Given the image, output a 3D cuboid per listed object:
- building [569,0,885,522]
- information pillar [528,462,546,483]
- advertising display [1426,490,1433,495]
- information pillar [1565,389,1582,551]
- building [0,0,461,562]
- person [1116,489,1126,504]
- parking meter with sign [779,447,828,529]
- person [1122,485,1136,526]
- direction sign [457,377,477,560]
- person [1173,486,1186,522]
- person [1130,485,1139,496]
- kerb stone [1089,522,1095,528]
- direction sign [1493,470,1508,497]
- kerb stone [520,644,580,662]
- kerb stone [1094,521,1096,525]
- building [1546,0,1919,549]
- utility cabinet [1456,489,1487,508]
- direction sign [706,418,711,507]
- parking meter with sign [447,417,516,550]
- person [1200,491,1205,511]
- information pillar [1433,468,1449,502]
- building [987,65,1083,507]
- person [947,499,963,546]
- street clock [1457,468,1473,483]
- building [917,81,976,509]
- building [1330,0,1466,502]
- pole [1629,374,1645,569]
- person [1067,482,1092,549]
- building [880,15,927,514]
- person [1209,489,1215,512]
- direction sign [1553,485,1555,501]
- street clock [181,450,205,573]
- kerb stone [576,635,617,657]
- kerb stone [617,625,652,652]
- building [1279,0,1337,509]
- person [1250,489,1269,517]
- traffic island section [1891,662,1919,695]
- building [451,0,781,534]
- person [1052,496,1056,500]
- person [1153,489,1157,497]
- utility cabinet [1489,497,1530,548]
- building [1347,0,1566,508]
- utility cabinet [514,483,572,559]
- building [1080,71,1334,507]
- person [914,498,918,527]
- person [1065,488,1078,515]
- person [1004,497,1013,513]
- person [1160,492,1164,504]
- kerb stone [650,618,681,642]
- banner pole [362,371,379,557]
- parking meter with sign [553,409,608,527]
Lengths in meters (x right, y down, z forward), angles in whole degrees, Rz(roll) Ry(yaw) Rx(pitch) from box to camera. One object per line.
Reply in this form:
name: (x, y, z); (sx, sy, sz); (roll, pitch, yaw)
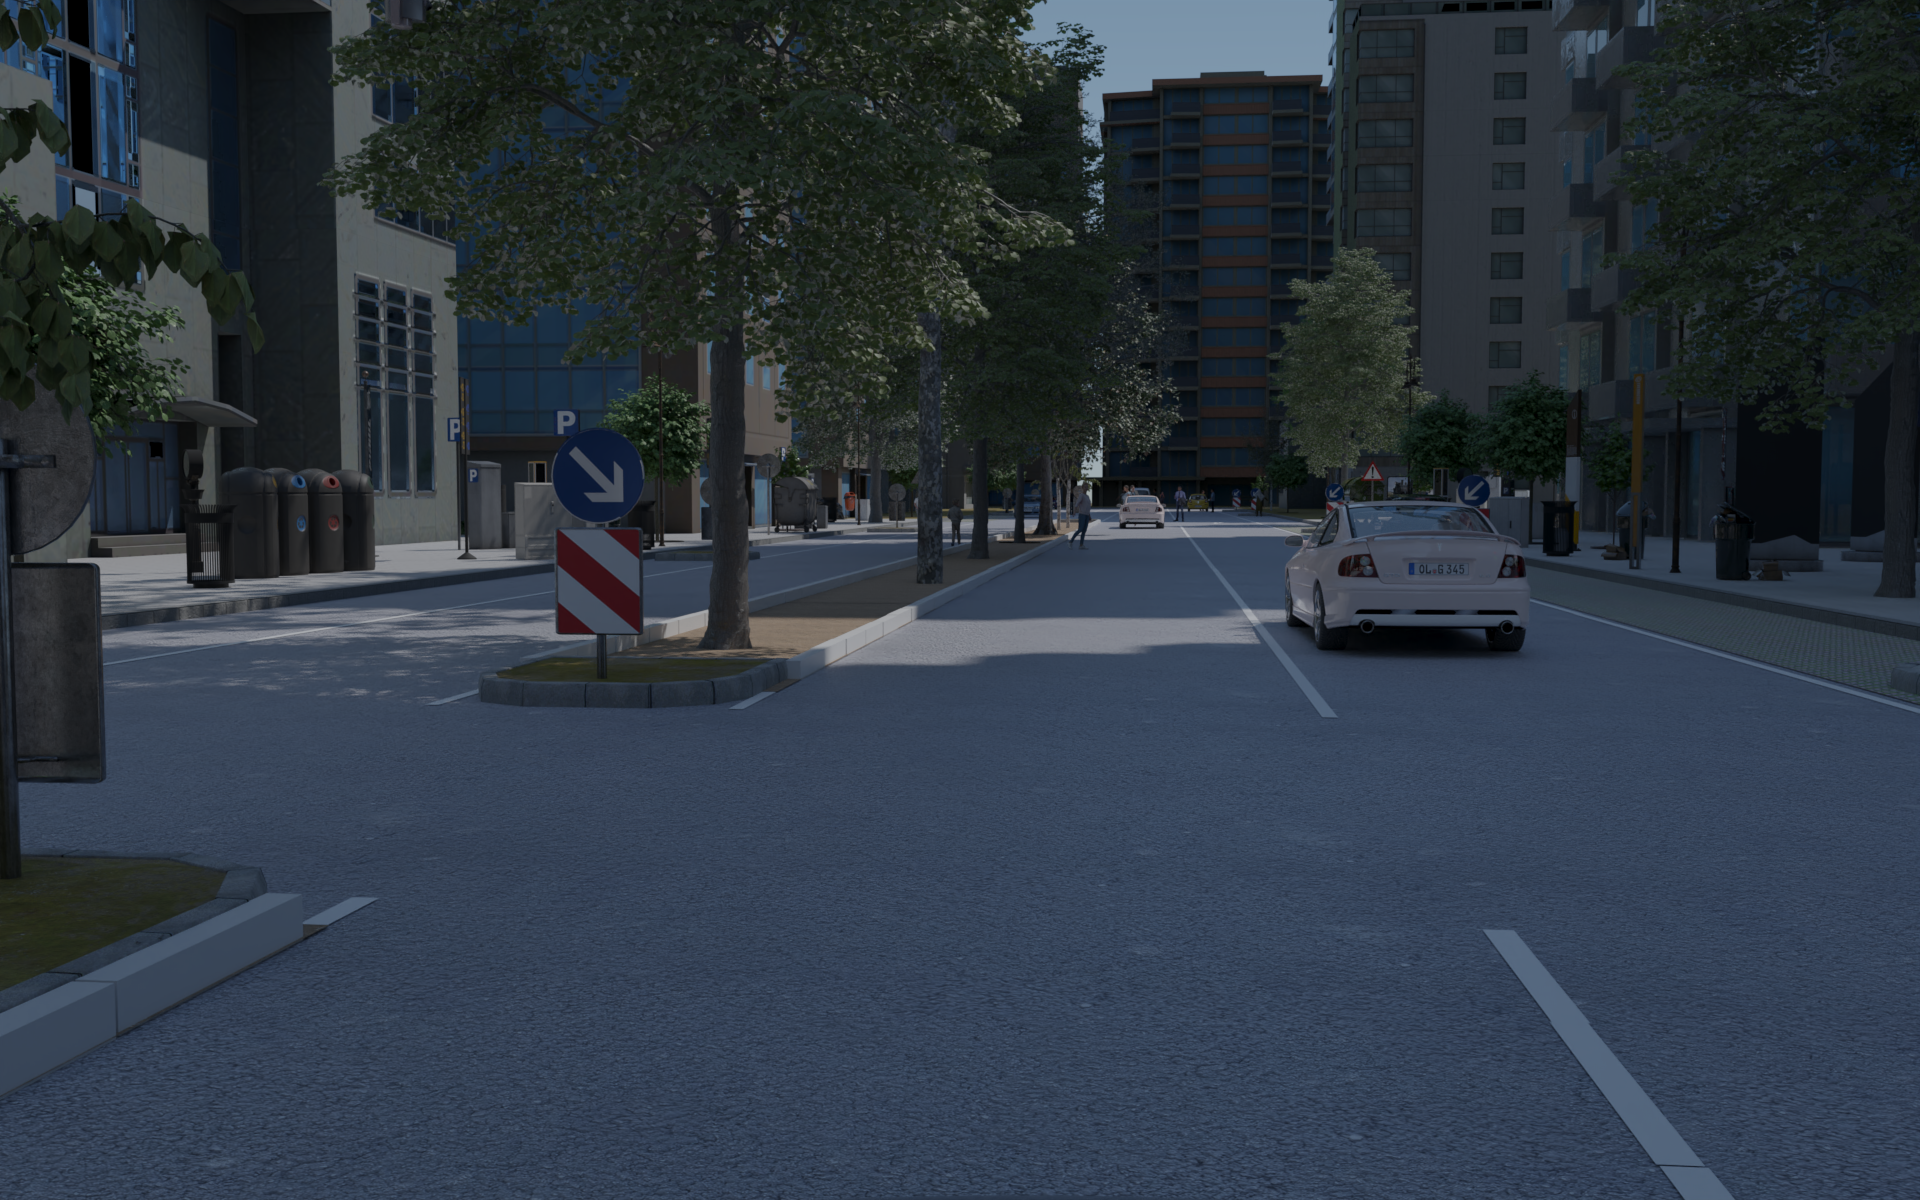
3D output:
building: (-12.085, -27.283, 96.188); (14.600, 45.320, 14.200); (0, 4, 6)
information pillar: (-9.565, -2.126, 39.250); (0.304, 2.012, 0.304); (-3, 5, -40)
advertising display: (22.598, -4.768, 83.164); (0.123, 1.923, 0.974); (0, 4, -6)
information pillar: (13.780, -2.909, 38.915); (0.183, 3.616, 0.504); (-1, 4, -10)
building: (-24.678, -43.937, 31.035); (22.319, 86.520, 31.000); (0, 4, 6)
person: (12.735, -7.728, 134.849); (1.348, 1.824, 0.705); (3, 5, 43)
parking meter with sign: (-5.779, -4.156, 64.210); (1.738, 3.016, 0.543); (1, 4, 11)
person: (7.362, -4.134, 76.192); (0.778, 1.811, 0.616); (0, 4, 0)
direction sign: (-9.690, -2.565, 33.930); (0.379, 3.537, 0.876); (0, 4, -6)
person: (11.351, -4.984, 89.853); (0.709, 1.838, 0.599); (2, 4, 30)
person: (8.310, -4.528, 82.334); (0.655, 1.846, 0.447); (-1, 4, -21)
kerb stone: (5.645, -3.224, 74.900); (0.120, 0.150, 1.000); (0, 4, 6)
direction sign: (24.894, -5.358, 79.604); (0.876, 3.537, 0.379); (-1, 4, -15)
kerb stone: (-3.328, 0.498, 14.049); (0.120, 0.150, 1.000); (0, 4, 6)
kerb stone: (5.758, -3.286, 75.916); (0.120, 0.150, 1.000); (0, 4, 6)
building: (30.921, -26.401, 51.269); (23.786, 49.044, 30.456); (0, 4, 6)
utility cabinet: (20.661, -3.746, 69.932); (1.173, 1.500, 0.318); (3, 4, 37)
direction sign: (-7.434, -3.639, 51.496); (0.379, 3.537, 0.876); (-1, 4, -18)
parking meter with sign: (-11.010, -2.686, 40.176); (0.543, 3.016, 1.738); (2, 4, 31)
person: (20.482, -8.373, 146.312); (0.530, 1.710, 0.541); (1, 4, 17)
information pillar: (13.607, -2.725, 49.042); (0.304, 2.012, 0.304); (-3, 5, -40)
building: (5.561, -32.537, 182.092); (14.200, 45.320, 14.600); (0, 4, 6)
person: (-0.130, -2.115, 47.345); (0.475, 1.303, 0.640); (1, 4, 10)
street clock: (14.011, -2.662, 48.095); (0.471, 2.002, 0.358); (-3, 4, -38)
building: (-4.818, -28.805, 154.555); (14.086, 41.232, 14.154); (0, 4, 6)
building: (32.698, -26.638, 119.131); (14.154, 41.232, 14.086); (0, 4, 6)
pole: (11.528, -2.180, 29.478); (0.158, 3.312, 0.155); (0, 3, 0)
person: (3.051, -2.176, 44.754); (0.598, 1.740, 0.731); (1, 4, 21)
building: (-14.159, -30.544, 119.005); (23.786, 49.044, 30.456); (0, 4, 6)
person: (19.727, -7.765, 135.440); (0.705, 1.826, 1.348); (1, 4, 17)
direction sign: (25.706, -5.072, 74.927); (0.876, 3.537, 0.379); (3, 4, 37)
street clock: (-12.498, -1.448, 28.249); (0.358, 2.002, 0.471); (-3, 4, -38)
kerb stone: (-3.216, 0.437, 15.066); (0.120, 0.150, 1.000); (0, 4, 6)
kerb stone: (-3.094, 0.373, 16.094); (0.120, 0.150, 1.000); (0, 4, 6)
building: (38.685, -50.603, 140.032); (22.319, 86.520, 31.000); (0, 4, 6)
person: (19.098, -6.197, 110.557); (1.217, 1.736, 0.721); (1, 4, 9)
traffic island section: (7.735, 0.644, 11.756); (2.009, 0.180, 2.903); (0, 4, 6)
building: (-14.398, -25.184, 61.874); (14.600, 45.320, 14.200); (0, 4, 6)
person: (8.210, -9.096, 157.935); (1.217, 1.735, 0.721); (3, 4, 38)
person: (14.890, -7.583, 132.508); (0.705, 1.821, 1.348); (1, 4, 22)
utility cabinet: (13.208, -1.868, 41.706); (0.306, 1.237, 1.020); (-2, 4, -29)
building: (30.494, -20.417, 105.513); (14.160, 30.474, 14.107); (0, 4, 6)
utility cabinet: (-8.179, -1.553, 34.067); (0.318, 1.500, 1.173); (3, 4, 37)
building: (27.683, -32.295, 182.644); (28.867, 44.769, 22.147); (0, 4, 6)
person: (-1.748, -3.977, 76.126); (0.523, 1.515, 0.503); (2, 4, 28)
person: (7.698, -6.769, 119.187); (1.348, 1.822, 0.705); (-3, 5, -39)
person: (3.303, -6.669, 118.228); (0.721, 1.739, 1.217); (2, 4, 31)
person: (19.037, -9.374, 163.242); (0.415, 1.643, 0.593); (1, 4, 22)
kerb stone: (-2.979, 0.311, 17.118); (0.120, 0.150, 1.000); (0, 4, 6)
banner pole: (-11.988, -2.759, 35.124); (0.401, 3.779, 0.863); (-2, 4, -27)
parking meter with sign: (-7.931, -2.460, 36.490); (0.543, 3.016, 1.738); (1, 4, 11)
